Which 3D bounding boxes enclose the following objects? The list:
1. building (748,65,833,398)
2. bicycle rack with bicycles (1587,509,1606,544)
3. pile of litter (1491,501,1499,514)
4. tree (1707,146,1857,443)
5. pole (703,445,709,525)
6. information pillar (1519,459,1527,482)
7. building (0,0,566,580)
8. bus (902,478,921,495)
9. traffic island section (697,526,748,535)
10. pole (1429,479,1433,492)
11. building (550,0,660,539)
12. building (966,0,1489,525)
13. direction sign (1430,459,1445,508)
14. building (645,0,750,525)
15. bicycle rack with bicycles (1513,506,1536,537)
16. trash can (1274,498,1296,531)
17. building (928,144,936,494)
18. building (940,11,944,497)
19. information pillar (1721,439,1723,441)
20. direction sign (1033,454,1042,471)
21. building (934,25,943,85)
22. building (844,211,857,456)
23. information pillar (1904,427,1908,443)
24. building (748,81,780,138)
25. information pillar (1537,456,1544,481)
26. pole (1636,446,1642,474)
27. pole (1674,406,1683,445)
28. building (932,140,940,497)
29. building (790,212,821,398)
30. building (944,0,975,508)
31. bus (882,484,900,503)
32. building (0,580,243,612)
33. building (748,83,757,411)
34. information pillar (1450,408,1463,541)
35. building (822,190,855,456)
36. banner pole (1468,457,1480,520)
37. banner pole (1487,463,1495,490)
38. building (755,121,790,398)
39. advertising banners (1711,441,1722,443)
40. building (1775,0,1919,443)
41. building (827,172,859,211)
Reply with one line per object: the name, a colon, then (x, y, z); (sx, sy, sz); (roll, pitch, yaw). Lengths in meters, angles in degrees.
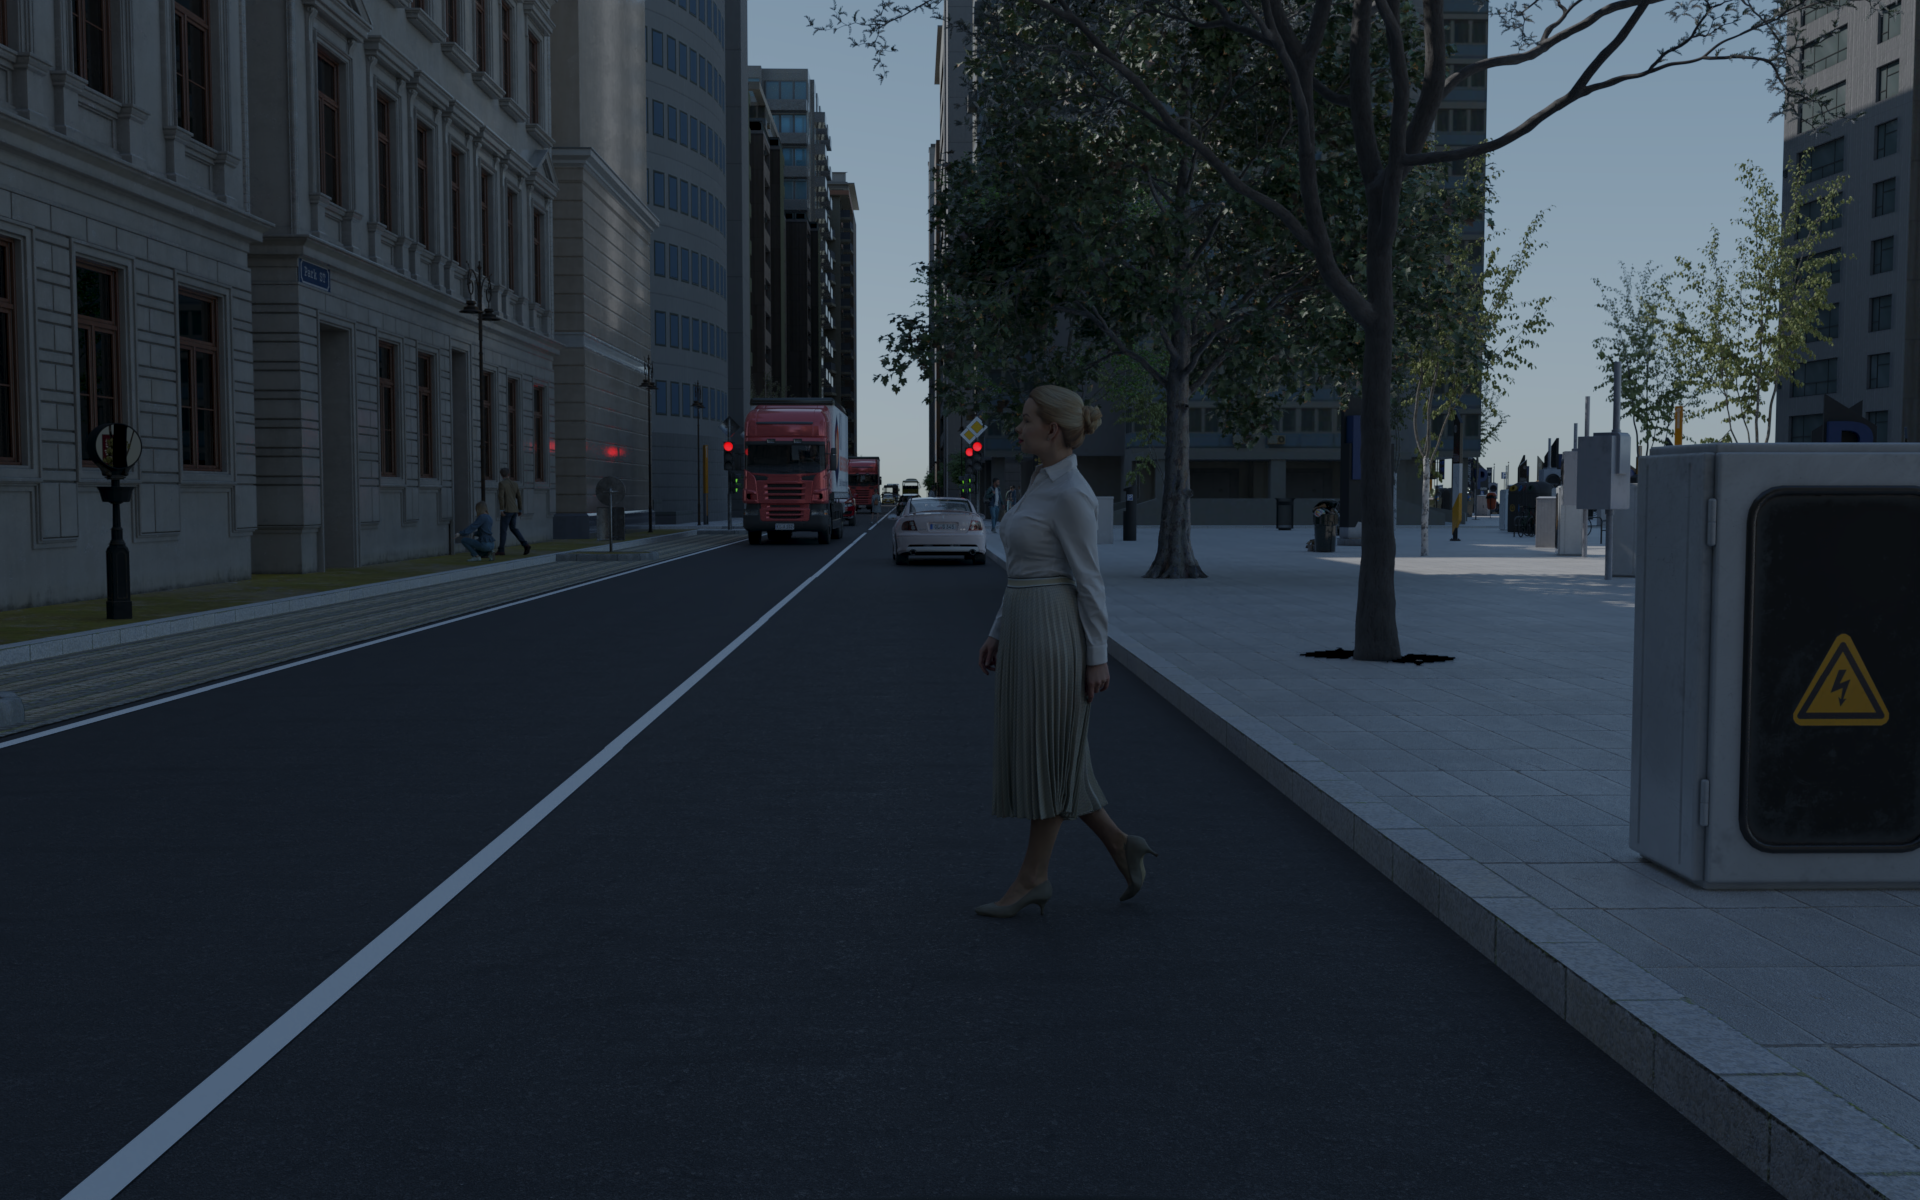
building: (-26.050, -35.364, 197.809); (23.786, 49.044, 30.456); (0, 4, -2)
bicycle rack with bicycles: (17.968, -1.922, 44.799); (2.852, 0.926, 2.925); (3, 5, 40)
pile of litter: (41.376, -7.171, 131.217); (1.719, 0.858, 1.176); (2, 4, 26)
tree: (17.116, -5.318, 37.310); (4.737, 8.622, 4.395); (0, 3, 0)
pole: (-10.591, -4.788, 72.120); (0.158, 3.312, 0.155); (0, 3, 0)
information pillar: (37.815, -7.641, 116.288); (0.504, 3.616, 0.183); (0, 3, 0)
building: (-15.753, -12.260, 36.608); (11.583, 22.565, 21.152); (0, 4, -2)
bus: (-7.654, -17.146, 271.883); (2.896, 3.916, 12.252); (0, 4, 0)
traffic island section: (-8.306, -2.451, 62.350); (2.009, 0.180, 2.903); (0, 4, -2)
pole: (28.125, -6.702, 103.426); (0.158, 3.312, 0.155); (0, 3, 0)
building: (-20.433, -16.431, 54.547); (20.117, 28.700, 13.634); (0, 4, -2)
building: (12.524, -24.089, 85.738); (23.993, 40.220, 32.217); (0, 4, -2)
direction sign: (25.571, -6.167, 92.830); (0.876, 3.537, 0.379); (-1, 4, -15)
building: (-21.906, -33.024, 81.949); (21.231, 58.520, 28.212); (0, 4, -2)
bicycle rack with bicycles: (17.600, -2.337, 51.600); (2.925, 0.926, 2.852); (-2, 4, -34)
trash can: (11.470, -3.026, 61.135); (0.748, 1.137, 0.748); (0, 3, 0)
building: (5.233, -45.753, 290.065); (21.231, 58.520, 28.212); (0, 4, -2)
building: (8.864, -33.329, 168.633); (21.300, 48.544, 21.600); (0, 4, -2)
information pillar: (32.185, -5.022, 73.460); (0.183, 3.616, 0.504); (-1, 4, -17)
direction sign: (2.859, -4.010, 57.566); (0.876, 3.537, 0.379); (-1, 4, -14)
building: (11.682, -36.933, 193.095); (28.713, 52.752, 27.495); (0, 4, -2)
building: (-22.903, -37.605, 264.949); (14.600, 45.320, 14.200); (0, 4, -2)
information pillar: (32.942, -4.224, 60.417); (0.183, 3.616, 0.504); (2, 4, 24)
building: (-29.373, -28.419, 156.529); (32.217, 40.220, 23.993); (0, 4, -2)
information pillar: (35.440, -7.004, 105.870); (0.504, 3.616, 0.183); (-2, 4, -27)
pole: (28.617, -4.843, 73.023); (0.158, 3.312, 0.155); (0, 3, 0)
pole: (16.636, -2.833, 40.158); (0.158, 3.312, 0.155); (0, 3, 0)
building: (3.841, -34.506, 214.278); (14.600, 45.320, 14.200); (0, 4, -2)
building: (-21.500, -24.732, 176.071); (14.160, 30.474, 14.107); (0, 4, -2)
building: (9.260, -36.015, 130.844); (21.231, 58.520, 28.212); (0, 4, -2)
bus: (-11.658, -18.460, 296.685); (2.948, 3.499, 13.247); (0, 4, -1)
building: (-15.328, -10.969, 15.500); (11.583, 22.565, 21.152); (0, 4, -2)
building: (-21.128, -20.810, 111.944); (14.160, 30.474, 14.107); (0, 4, -2)
information pillar: (13.557, -3.416, 47.201); (0.183, 3.616, 0.504); (0, 4, -5)
building: (-26.106, -35.964, 242.633); (22.147, 44.769, 28.867); (0, 4, -2)
banner pole: (25.433, -5.876, 86.083); (0.863, 3.779, 0.401); (0, 4, 6)
banner pole: (43.488, -9.285, 141.819); (0.863, 3.779, 0.401); (2, 4, 34)
building: (-21.036, -22.160, 134.022); (14.160, 30.474, 14.107); (0, 4, -2)
advertising banners: (25.863, -3.737, 57.282); (2.074, 3.025, 0.090); (1, 4, 9)
building: (47.296, -18.748, 78.233); (14.107, 30.474, 14.160); (0, 4, -2)
building: (-31.219, -42.573, 285.305); (28.713, 52.752, 27.495); (0, 4, -2)
